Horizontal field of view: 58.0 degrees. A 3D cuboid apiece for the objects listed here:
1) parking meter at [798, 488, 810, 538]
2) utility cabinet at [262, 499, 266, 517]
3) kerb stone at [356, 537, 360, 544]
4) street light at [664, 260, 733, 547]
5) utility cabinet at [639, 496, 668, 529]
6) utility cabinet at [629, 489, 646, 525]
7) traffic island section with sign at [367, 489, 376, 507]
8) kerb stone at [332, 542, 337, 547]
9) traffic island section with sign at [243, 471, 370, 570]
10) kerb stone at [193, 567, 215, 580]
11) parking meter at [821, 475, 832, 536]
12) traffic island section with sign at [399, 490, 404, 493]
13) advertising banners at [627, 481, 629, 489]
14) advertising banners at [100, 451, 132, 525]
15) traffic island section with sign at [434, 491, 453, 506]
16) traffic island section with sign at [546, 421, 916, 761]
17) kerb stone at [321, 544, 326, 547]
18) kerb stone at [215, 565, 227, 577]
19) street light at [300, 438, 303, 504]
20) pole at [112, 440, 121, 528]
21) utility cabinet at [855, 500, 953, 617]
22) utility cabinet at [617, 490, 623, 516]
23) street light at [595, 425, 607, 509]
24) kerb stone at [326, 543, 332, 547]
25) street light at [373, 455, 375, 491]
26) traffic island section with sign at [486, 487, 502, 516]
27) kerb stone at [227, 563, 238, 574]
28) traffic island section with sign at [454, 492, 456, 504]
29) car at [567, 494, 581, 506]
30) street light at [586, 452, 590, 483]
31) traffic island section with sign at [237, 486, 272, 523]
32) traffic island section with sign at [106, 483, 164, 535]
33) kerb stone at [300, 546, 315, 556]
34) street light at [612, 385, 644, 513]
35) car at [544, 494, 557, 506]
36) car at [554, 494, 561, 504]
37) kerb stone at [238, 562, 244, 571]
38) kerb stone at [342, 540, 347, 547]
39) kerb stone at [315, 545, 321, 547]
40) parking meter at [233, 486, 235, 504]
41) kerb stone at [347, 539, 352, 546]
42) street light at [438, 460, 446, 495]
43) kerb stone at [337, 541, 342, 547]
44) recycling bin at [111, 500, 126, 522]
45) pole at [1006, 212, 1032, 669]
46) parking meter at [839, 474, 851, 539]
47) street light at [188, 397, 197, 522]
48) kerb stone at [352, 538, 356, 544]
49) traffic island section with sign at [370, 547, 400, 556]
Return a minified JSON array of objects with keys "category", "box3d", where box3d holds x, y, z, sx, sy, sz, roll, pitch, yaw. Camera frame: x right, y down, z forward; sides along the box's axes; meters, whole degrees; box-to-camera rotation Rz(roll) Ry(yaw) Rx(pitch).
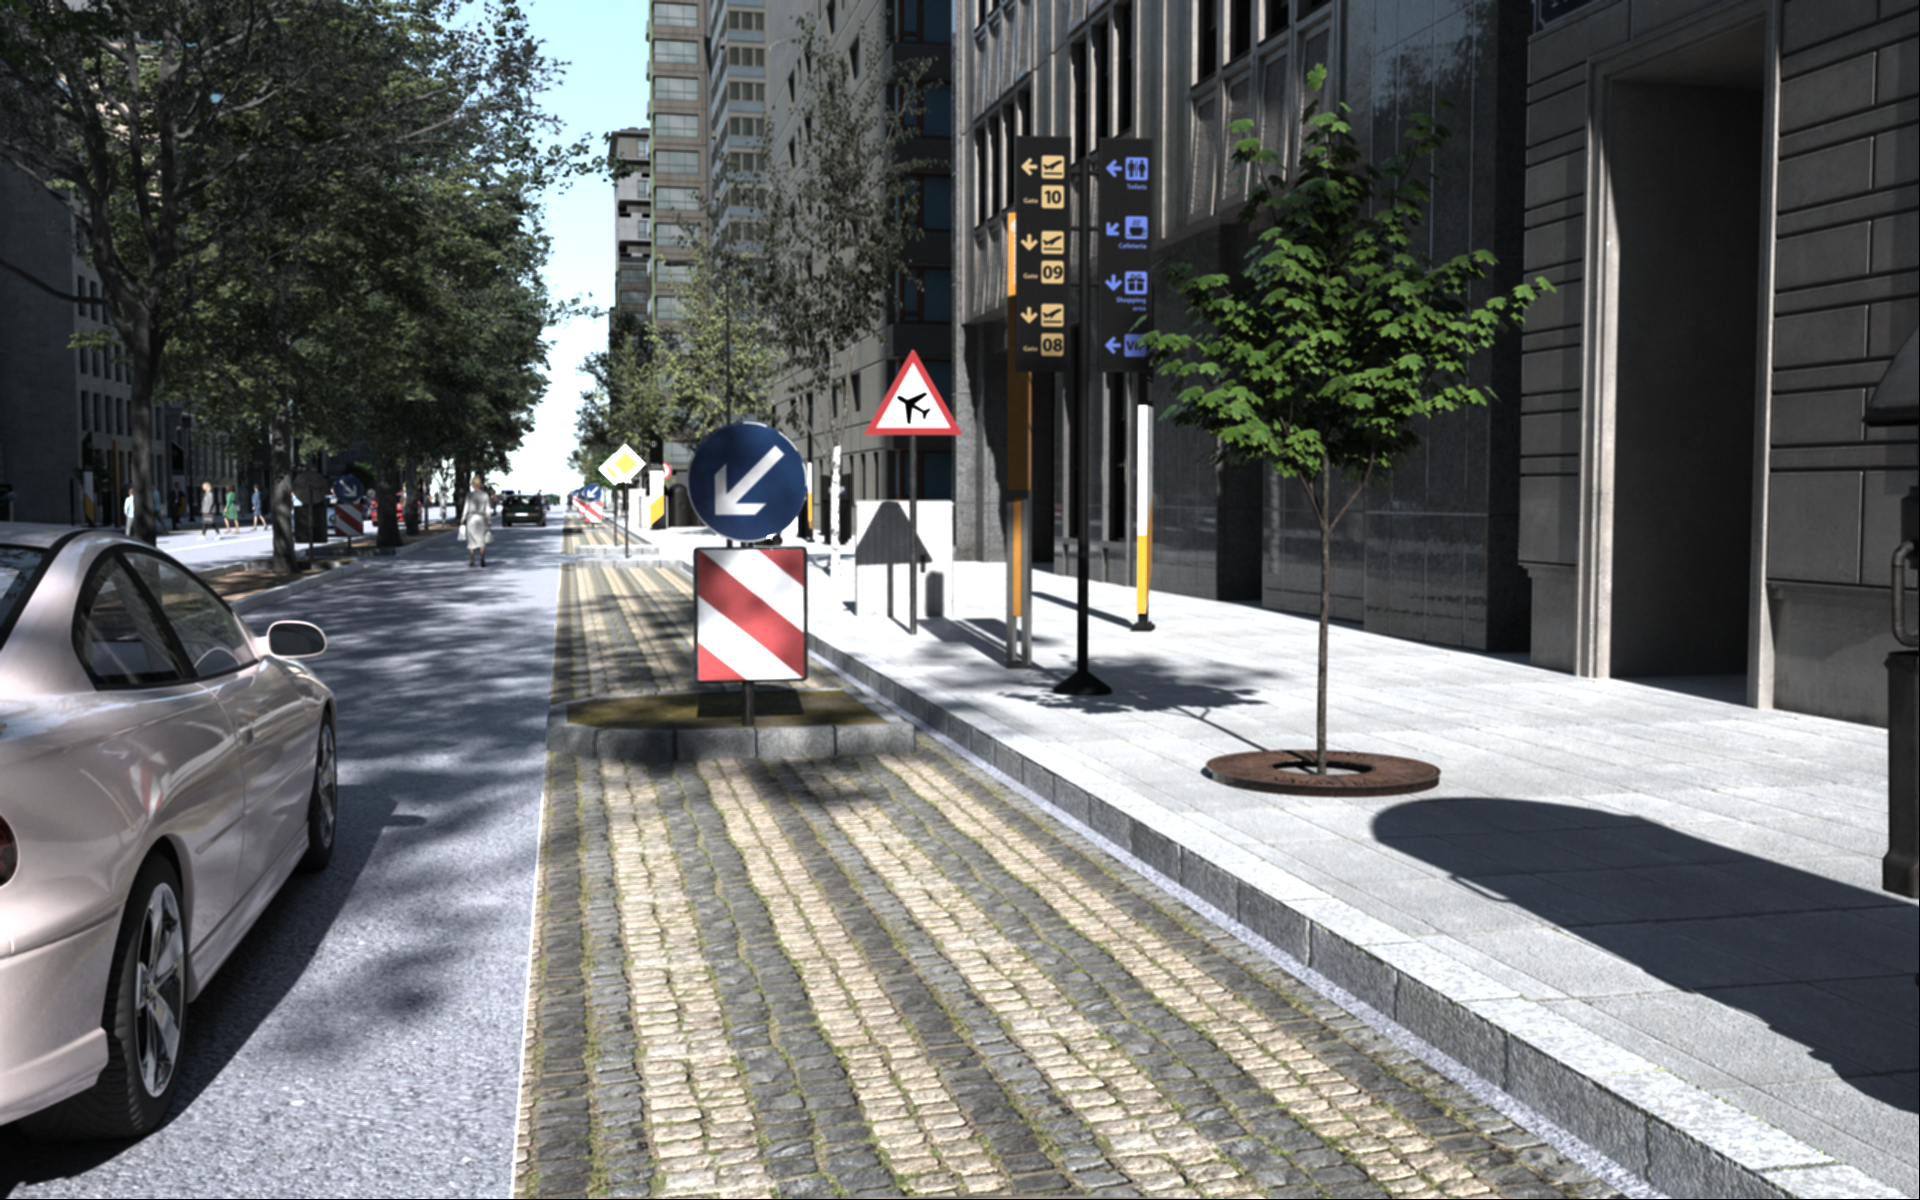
[{"category":"parking meter","box3d":[-4.597,-2.606,51.024,0.372,1.533,0.369,0,3,0]},{"category":"utility cabinet","box3d":[-39.297,-5.421,97.314,0.318,1.500,1.173,-2,4,-35]},{"category":"kerb stone","box3d":[-17.371,-1.675,49.606,0.120,0.150,1.000,-1,4,-13]},{"category":"street light","box3d":[-5.173,-3.797,34.629,1.470,5.913,1.316,-1,4,-13]},{"category":"utility cabinet","box3d":[-11.352,-3.242,64.169,1.020,1.237,0.306,-1,4,-22]},{"category":"utility cabinet","box3d":[-13.139,-3.869,71.931,1.173,1.500,0.318,0,4,0]},{"category":"traffic island section with sign","box3d":[-46.276,-7.804,136.226,1.989,1.847,2.006,-1,4,-13]},{"category":"kerb stone","box3d":[-16.236,-1.366,44.609,0.120,0.150,1.000,-1,4,-13]},{"category":"traffic island section with sign","box3d":[-12.663,-1.553,33.525,2.006,1.907,1.989,-1,4,-13]},{"category":"kerb stone","box3d":[-12.697,-0.419,29.054,0.120,0.150,1.000,-1,4,-13]},{"category":"parking meter","box3d":[-4.112,-2.928,53.578,0.255,1.863,0.399,2,4,29]},{"category":"traffic island section with sign","box3d":[-52.264,-9.412,162.510,1.989,1.847,2.006,-1,4,-13]},{"category":"advertising banners","box3d":[-17.460,-5.862,92.027,0.090,3.025,2.074,-2,4,-24]},{"category":"advertising banners","box3d":[-34.334,-4.561,70.763,2.074,3.025,0.090,1,4,21]},{"category":"traffic island section with sign","box3d":[-64.288,-12.641,215.311,1.989,1.847,2.006,-1,4,-13]},{"category":"traffic island section with sign","box3d":[-1.432,-0.098,10.234,1.989,1.847,2.006,-1,4,-13]},{"category":"kerb stone","box3d":[-15.783,-1.248,42.599,0.120,0.150,1.000,-1,4,-13]},{"category":"kerb stone","box3d":[-12.926,-0.479,30.057,0.120,0.150,1.000,-1,4,-13]},{"category":"street light","box3d":[-42.594,-8.620,113.477,1.470,5.913,1.316,-1,4,-13]},{"category":"pole","box3d":[-31.809,-4.372,65.326,0.158,3.312,0.155,0,3,0]},{"category":"utility cabinet","box3d":[-0.590,-0.433,18.235,1.020,1.237,0.306,0,4,-5]},{"category":"utility cabinet","box3d":[-19.314,-5.488,98.403,0.318,1.500,1.173,-1,4,-13]},{"category":"street light","box3d":[-23.591,-8.743,115.492,1.470,5.913,1.316,-1,4,-13]},{"category":"kerb stone","box3d":[-16.005,-1.309,43.607,0.120,0.150,1.000,-1,4,-13]},{"category":"street light","box3d":[-52.109,-11.195,155.585,1.470,5.913,1.316,-1,4,-13]},{"category":"traffic island section with sign","box3d":[-30.987,-6.476,114.019,2.006,1.907,1.989,-1,4,-13]},{"category":"kerb stone","box3d":[-13.143,-0.539,31.056,0.120,0.150,1.000,-1,4,-13]},{"category":"traffic island section with sign","box3d":[-70.299,-14.255,241.697,1.989,1.847,2.006,-1,4,-13]},{"category":"car","box3d":[-47.883,-12.566,215.243,2.009,1.686,4.222,-1,4,-11]},{"category":"street light","box3d":[-30.877,-10.718,147.783,1.470,5.913,1.316,-1,4,-13]},{"category":"traffic island section with sign","box3d":[-35.062,-4.789,86.926,1.989,1.847,2.006,-1,4,-13]},{"category":"traffic island section with sign","box3d":[-29.071,-3.181,60.642,1.989,1.847,2.006,-1,4,-13]},{"category":"kerb stone","box3d":[-15.322,-1.126,40.598,0.120,0.150,1.000,-1,4,-13]},{"category":"street light","box3d":[-14.053,-6.189,73.725,1.470,5.913,1.316,-1,4,-13]},{"category":"car","box3d":[-51.583,-12.566,217.249,2.131,1.459,4.920,-1,4,-15]},{"category":"car","box3d":[-55.377,-13.686,235.570,2.131,1.459,4.920,-1,4,-14]},{"category":"kerb stone","box3d":[-13.384,-0.602,32.050,0.120,0.150,1.000,-1,4,-13]},{"category":"kerb stone","box3d":[-16.694,-1.493,46.601,0.120,0.150,1.000,-1,4,-13]},{"category":"kerb stone","box3d":[-15.548,-1.187,41.604,0.120,0.150,1.000,-1,4,-13]},{"category":"parking meter","box3d":[-43.280,-5.944,102.889,0.255,1.863,0.399,3,5,43]},{"category":"kerb stone","box3d":[-16.911,-1.552,47.600,0.120,0.150,1.000,-1,4,-13]},{"category":"street light","box3d":[-70.444,-16.104,235.842,1.470,5.913,1.316,-1,4,-13]},{"category":"kerb stone","box3d":[-16.468,-1.428,45.604,0.120,0.150,1.000,-1,4,-13]},{"category":"recycling bin","box3d":[-38.169,-4.055,78.848,0.722,1.027,0.722,3,5,39]},{"category":"pole","box3d":[0.436,-1.153,12.687,0.158,3.312,0.155,0,3,0]},{"category":"parking meter","box3d":[-3.320,-2.671,49.388,0.399,1.863,0.255,2,4,24]},{"category":"street light","box3d":[-35.014,-6.579,80.100,1.470,5.913,1.316,-1,4,-13]},{"category":"kerb stone","box3d":[-17.155,-1.615,48.602,0.120,0.150,1.000,-1,4,-13]},{"category":"traffic island section with sign","box3d":[-14.298,-1.995,40.751,2.006,1.907,1.989,-1,4,-13]}]
